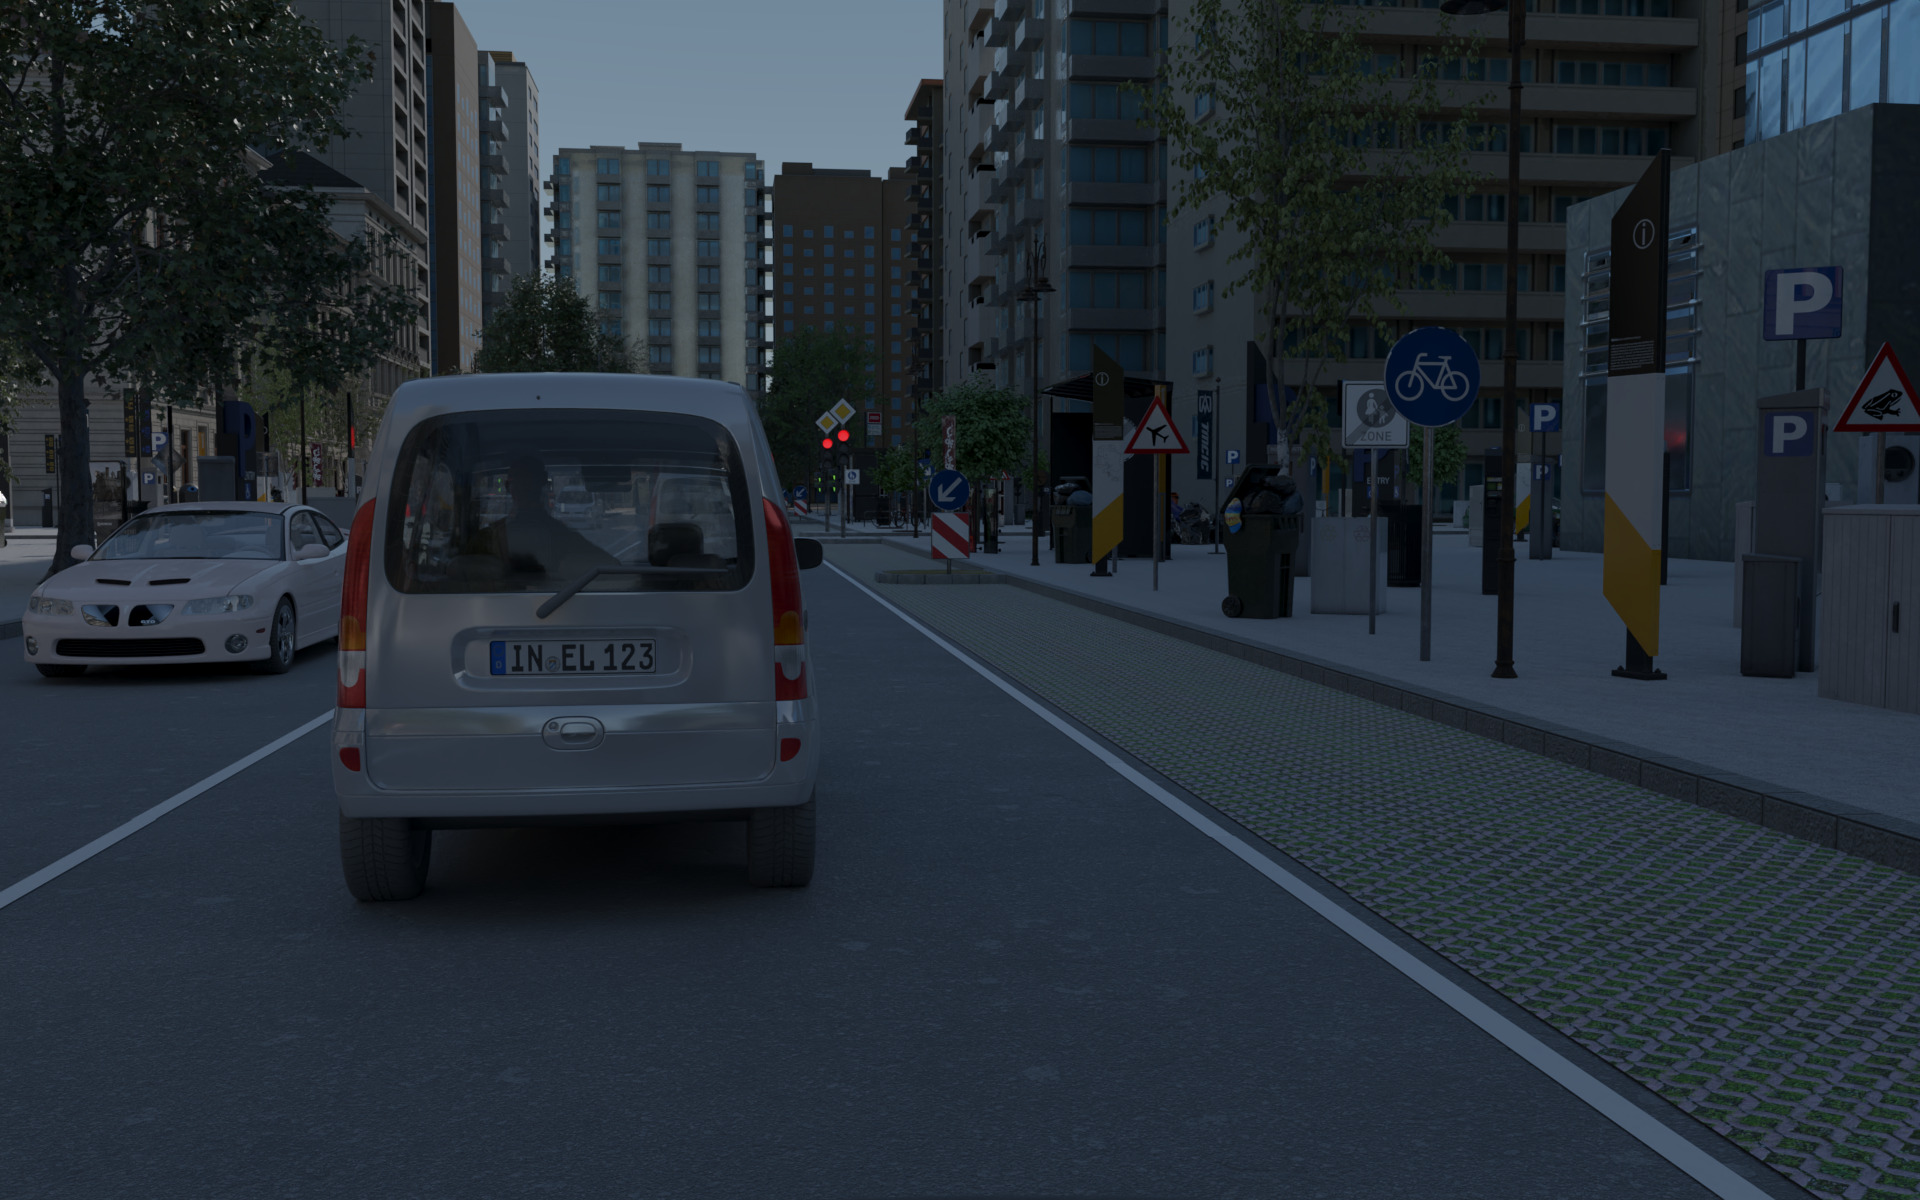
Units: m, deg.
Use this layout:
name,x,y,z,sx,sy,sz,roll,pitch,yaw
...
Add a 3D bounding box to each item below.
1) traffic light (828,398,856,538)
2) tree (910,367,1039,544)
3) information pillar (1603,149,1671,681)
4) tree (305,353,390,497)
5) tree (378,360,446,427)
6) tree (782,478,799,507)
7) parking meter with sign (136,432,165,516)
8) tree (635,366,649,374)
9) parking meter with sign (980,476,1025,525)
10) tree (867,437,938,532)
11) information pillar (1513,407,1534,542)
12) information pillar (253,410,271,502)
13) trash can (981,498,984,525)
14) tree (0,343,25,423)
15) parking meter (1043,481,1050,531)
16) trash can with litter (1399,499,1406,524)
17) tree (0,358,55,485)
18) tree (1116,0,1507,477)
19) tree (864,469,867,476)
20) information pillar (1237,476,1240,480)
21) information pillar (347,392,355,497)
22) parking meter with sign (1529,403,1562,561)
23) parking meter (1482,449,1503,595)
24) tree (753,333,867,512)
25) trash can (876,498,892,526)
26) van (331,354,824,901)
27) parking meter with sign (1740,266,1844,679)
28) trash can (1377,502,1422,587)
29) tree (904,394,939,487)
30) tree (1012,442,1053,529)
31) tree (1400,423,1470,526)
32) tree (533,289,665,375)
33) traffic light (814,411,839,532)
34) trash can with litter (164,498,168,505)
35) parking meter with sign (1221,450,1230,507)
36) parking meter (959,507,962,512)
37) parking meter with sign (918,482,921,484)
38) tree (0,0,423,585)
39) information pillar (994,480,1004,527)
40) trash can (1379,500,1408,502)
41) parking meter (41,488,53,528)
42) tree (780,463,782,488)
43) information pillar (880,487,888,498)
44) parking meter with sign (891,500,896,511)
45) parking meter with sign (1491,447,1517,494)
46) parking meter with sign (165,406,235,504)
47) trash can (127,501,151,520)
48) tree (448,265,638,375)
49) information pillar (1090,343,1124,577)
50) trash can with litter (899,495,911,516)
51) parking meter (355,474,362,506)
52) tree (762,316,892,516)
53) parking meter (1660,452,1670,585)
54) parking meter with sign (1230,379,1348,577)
name,x,y,z,sx,sy,sz,roll,pitch,yaw
traffic light,-3.446,-3.778,50.696,0.839,4.253,0.868,0,4,-8
tree,0.393,-3.750,45.026,4.285,4.588,4.351,0,3,0
information pillar,4.710,-1.266,12.056,0.183,3.616,0.504,-1,4,-21
tree,-29.414,-8.108,82.930,4.360,8.622,3.978,0,3,0
tree,-29.964,-8.850,95.059,4.737,8.622,4.395,0,3,0
tree,-17.352,-11.187,177.502,1.663,3.219,1.824,0,3,0
parking meter with sign,-22.395,-3.162,47.961,0.543,3.016,1.738,-1,4,-10
tree,-32.390,-16.268,172.634,9.857,13.997,8.962,0,3,0
parking meter with sign,1.832,-4.570,70.975,1.738,3.016,0.543,-2,4,-28
tree,-1.841,-3.906,58.468,1.663,3.219,1.824,0,3,0
information pillar,15.147,-3.372,46.487,0.183,3.616,0.504,-2,4,-32
information pillar,-19.574,-3.497,48.533,0.504,3.616,0.183,-2,4,-26
trash can,1.198,-3.539,69.514,0.748,1.137,0.748,0,3,0
tree,-21.403,-5.299,37.005,4.737,8.622,4.395,0,3,0
parking meter,3.014,-3.316,59.921,0.399,1.863,0.255,0,4,5
trash can with litter,19.094,-3.861,74.509,1.055,1.170,0.624,3,5,44
tree,-25.484,-5.793,45.073,4.360,8.622,3.978,0,3,0
tree,4.019,-4.265,20.092,4.737,8.622,4.395,0,3,0
tree,-2.489,-4.252,64.127,1.663,3.219,1.824,0,3,0
information pillar,11.153,-3.970,69.393,0.304,2.012,0.304,2,4,34
information pillar,-14.067,-2.978,40.043,0.183,3.616,0.504,-1,4,-12
parking meter with sign,11.482,-2.315,34.106,0.543,3.016,1.738,1,4,19
parking meter,6.803,-1.000,22.069,0.255,1.863,0.399,1,4,15
tree,-10.746,-12.526,121.813,9.611,12.733,9.660,0,3,0
trash can,-3.101,-3.599,70.501,0.748,1.137,0.748,0,3,0
van,-1.557,-0.034,7.561,2.013,2.044,4.112,-1,4,-9
parking meter with sign,6.088,-1.007,12.728,0.543,3.016,1.738,2,4,30
trash can,6.150,-0.754,23.985,0.748,1.137,0.748,0,3,0
tree,-2.340,-10.881,128.269,4.737,8.622,4.395,0,3,0
tree,3.005,-4.248,64.050,1.663,3.219,1.824,0,3,0
tree,18.862,-5.259,69.699,4.285,4.588,4.351,0,3,0
tree,-22.261,-11.800,103.296,12.009,13.543,11.850,0,3,0
traffic light,-4.514,-4.262,58.609,0.839,4.253,0.868,0,4,-8
trash can with litter,-25.944,-2.718,55.834,1.055,1.170,0.624,-2,4,-27
parking meter with sign,10.538,-4.367,67.666,0.543,3.016,1.738,1,4,17
parking meter,0.105,-3.913,72.388,0.372,1.533,0.369,0,3,0
parking meter with sign,-2.286,-6.372,100.441,0.543,3.016,1.738,0,4,6
tree,-12.704,-6.581,24.605,9.611,12.733,9.660,0,3,0
information pillar,1.516,-3.830,67.110,0.304,2.012,0.304,2,4,34
trash can,10.891,-1.950,43.541,0.748,1.137,0.748,0,3,0
parking meter,-35.020,-3.549,66.435,0.372,1.533,0.369,0,3,0
tree,-20.470,-15.992,195.876,7.601,10.594,8.767,-1,4,-16
information pillar,-3.836,-5.053,87.115,0.304,2.012,0.304,2,4,35
parking meter with sign,-5.737,-8.395,133.520,1.738,3.016,0.543,1,4,18
parking meter with sign,20.631,-4.173,64.490,1.738,3.016,0.543,-1,4,-18
parking meter with sign,-14.792,-2.338,34.482,1.738,3.016,0.543,-2,4,-25
trash can,-17.060,-1.470,35.683,0.748,1.137,0.748,0,3,0
tree,-20.912,-10.391,86.904,9.611,12.733,9.660,0,3,0
information pillar,2.284,-2.172,26.867,0.504,3.616,0.183,0,4,8
trash can with litter,-3.085,-5.677,103.882,1.678,1.210,2.233,3,4,37
parking meter,-17.177,-2.698,49.825,0.399,1.863,0.255,2,4,24
tree,-7.906,-10.809,102.478,9.928,11.665,9.643,0,3,0
parking meter,9.856,-1.152,24.541,0.255,1.863,0.399,0,4,3
parking meter with sign,5.173,-1.881,27.014,1.738,3.016,0.543,2,4,29
